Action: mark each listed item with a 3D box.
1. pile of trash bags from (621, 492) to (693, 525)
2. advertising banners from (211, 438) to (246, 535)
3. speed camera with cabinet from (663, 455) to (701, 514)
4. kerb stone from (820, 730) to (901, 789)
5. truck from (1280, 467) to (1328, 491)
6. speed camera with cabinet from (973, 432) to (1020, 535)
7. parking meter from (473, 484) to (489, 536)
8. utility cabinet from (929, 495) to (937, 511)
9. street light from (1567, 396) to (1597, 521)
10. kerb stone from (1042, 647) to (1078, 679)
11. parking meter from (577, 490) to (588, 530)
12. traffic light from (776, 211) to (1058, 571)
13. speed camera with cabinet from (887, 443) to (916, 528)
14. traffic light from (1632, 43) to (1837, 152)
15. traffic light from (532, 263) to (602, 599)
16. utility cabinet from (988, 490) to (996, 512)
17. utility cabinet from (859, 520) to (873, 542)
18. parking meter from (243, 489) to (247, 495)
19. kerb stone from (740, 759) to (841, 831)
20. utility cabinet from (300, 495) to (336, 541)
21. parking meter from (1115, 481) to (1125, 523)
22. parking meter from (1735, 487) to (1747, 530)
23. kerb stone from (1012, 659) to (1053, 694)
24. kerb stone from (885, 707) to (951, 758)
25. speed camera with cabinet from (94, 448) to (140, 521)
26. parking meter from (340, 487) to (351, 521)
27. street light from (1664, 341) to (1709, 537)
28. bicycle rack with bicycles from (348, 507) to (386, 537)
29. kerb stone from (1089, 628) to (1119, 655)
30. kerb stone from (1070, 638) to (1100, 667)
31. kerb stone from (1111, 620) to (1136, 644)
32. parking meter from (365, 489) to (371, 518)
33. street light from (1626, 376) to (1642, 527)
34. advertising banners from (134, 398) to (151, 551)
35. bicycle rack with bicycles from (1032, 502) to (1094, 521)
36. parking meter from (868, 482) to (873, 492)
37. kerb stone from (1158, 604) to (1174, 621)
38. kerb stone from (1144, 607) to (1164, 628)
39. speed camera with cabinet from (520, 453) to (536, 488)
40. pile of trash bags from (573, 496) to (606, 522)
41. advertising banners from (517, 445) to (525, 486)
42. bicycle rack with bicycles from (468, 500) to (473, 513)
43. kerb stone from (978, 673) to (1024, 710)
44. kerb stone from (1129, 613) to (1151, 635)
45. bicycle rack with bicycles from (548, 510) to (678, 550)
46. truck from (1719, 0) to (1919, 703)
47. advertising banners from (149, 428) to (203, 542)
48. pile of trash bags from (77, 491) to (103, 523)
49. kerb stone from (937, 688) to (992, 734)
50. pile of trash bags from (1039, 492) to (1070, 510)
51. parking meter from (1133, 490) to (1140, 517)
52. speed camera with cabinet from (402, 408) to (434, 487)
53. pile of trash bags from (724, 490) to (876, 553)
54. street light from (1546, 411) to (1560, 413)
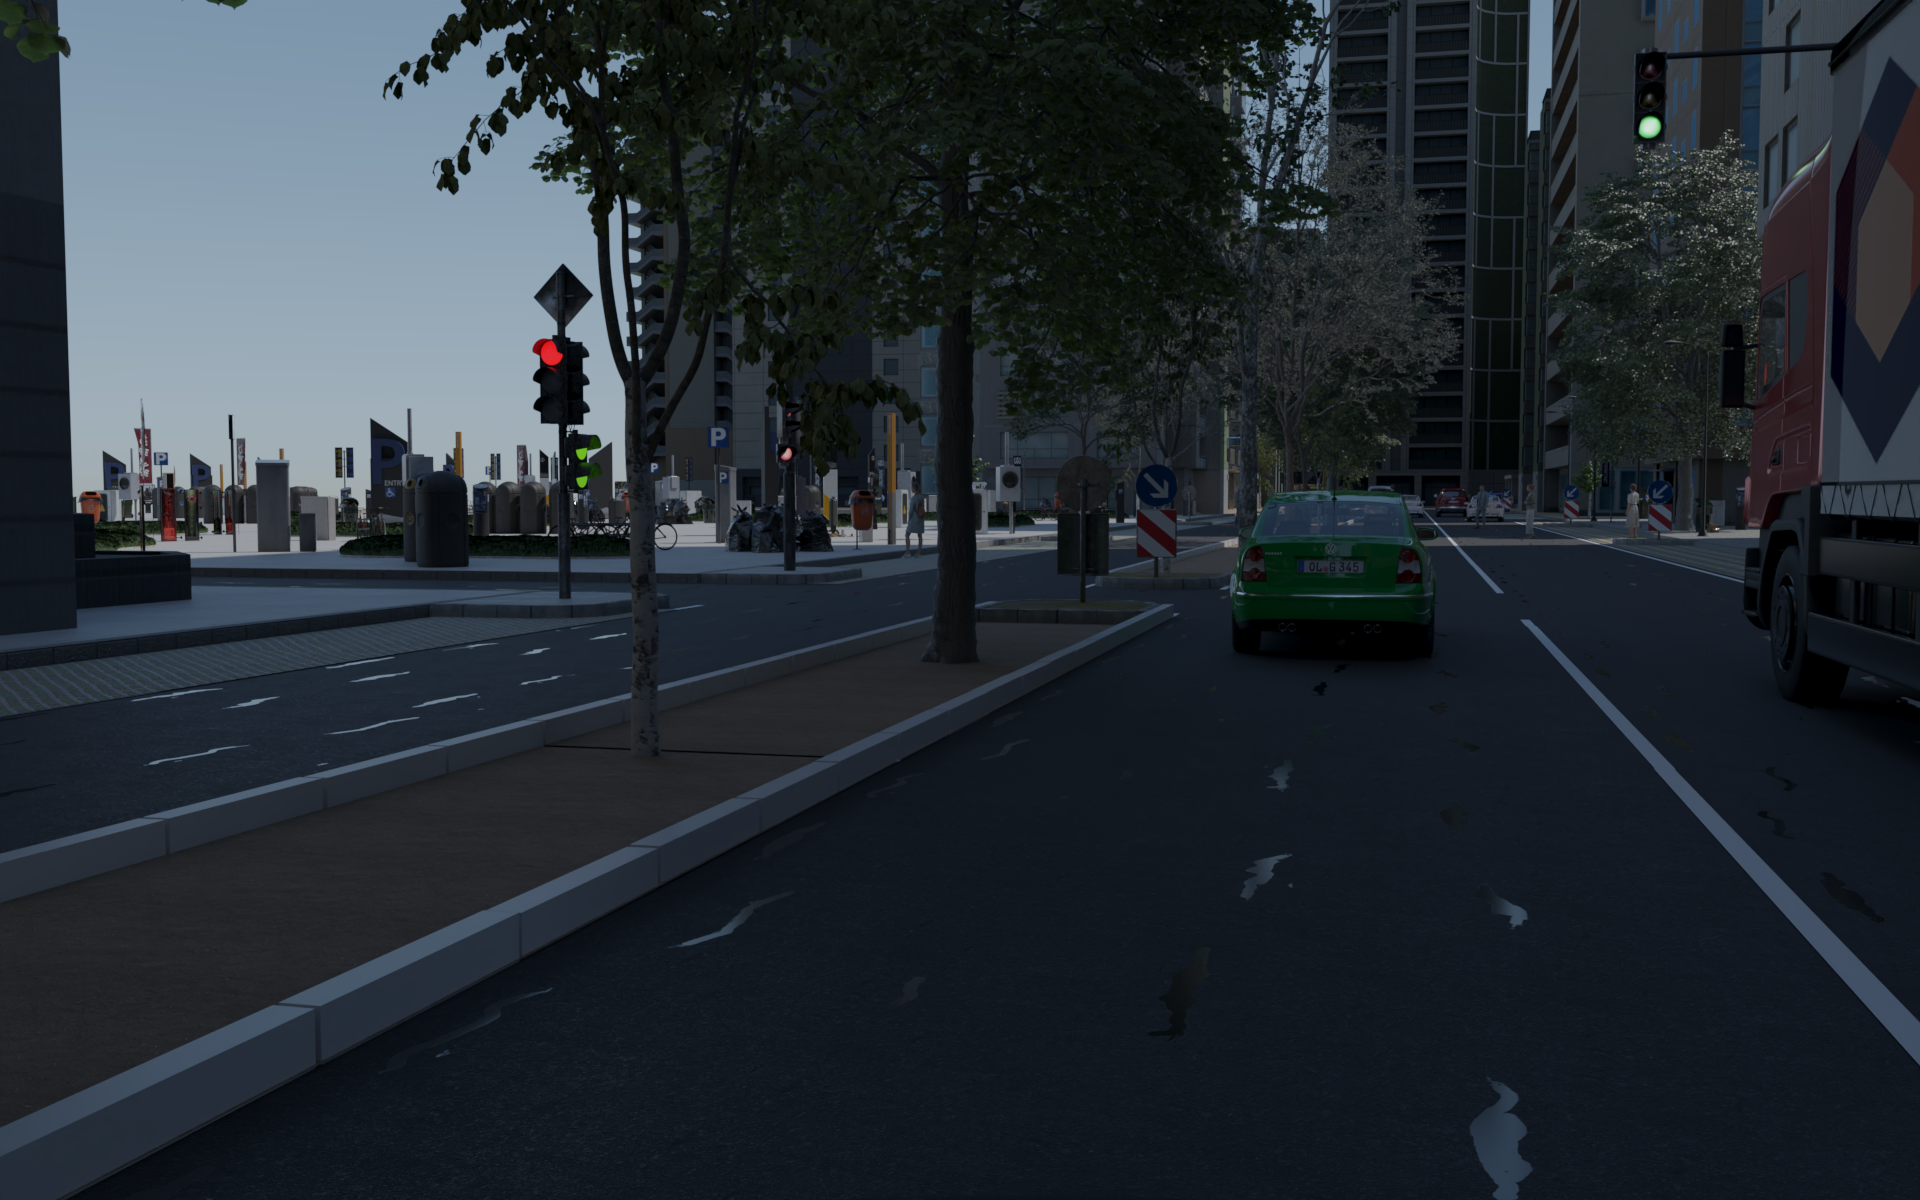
[{"bbox_3d":[-12.833,-3.930,74.004,1.912,1.369,3.447,-2,4,-34],"label":"pile of trash bags"},{"bbox_3d":[-23.021,-3.568,54.526,2.074,3.025,0.090,3,4,38],"label":"advertising banners"},{"bbox_3d":[-14.258,-5.781,88.857,2.038,3.252,0.660,-3,5,-44],"label":"speed camera with cabinet"},{"bbox_3d":[-0.511,0.819,8.814,0.120,0.150,1.000,1,4,14],"label":"kerb stone"},{"bbox_3d":[24.127,-7.602,120.211,3.469,3.379,9.791,1,4,13],"label":"truck"},{"bbox_3d":[0.862,-3.710,54.993,2.038,3.252,0.660,-1,4,-13],"label":"speed camera with cabinet"},{"bbox_3d":[-11.544,-2.039,41.747,0.372,1.533,0.369,0,3,0],"label":"parking meter"},{"bbox_3d":[-1.138,-4.920,91.598,1.020,1.237,0.306,0,4,-1],"label":"utility cabinet"},{"bbox_3d":[29.580,-6.708,82.214,1.470,5.913,1.316,1,4,14],"label":"street light"},{"bbox_3d":[0.766,0.516,13.766,0.120,0.150,1.000,1,4,14],"label":"kerb stone"},{"bbox_3d":[-13.624,-3.312,62.560,0.372,1.533,0.369,0,3,0],"label":"parking meter"},{"bbox_3d":[-0.785,-3.285,28.382,4.771,5.953,1.251,1,4,14],"label":"traffic light"},{"bbox_3d":[-2.243,-4.435,66.854,0.660,3.252,2.038,1,4,15],"label":"speed camera with cabinet"},{"bbox_3d":[9.207,-2.613,17.394,4.771,5.953,1.251,1,4,14],"label":"traffic light"},{"bbox_3d":[-4.833,-1.971,21.141,0.839,4.253,0.868,1,4,14],"label":"traffic light"},{"bbox_3d":[1.783,-5.373,96.532,0.318,1.500,1.173,0,4,-7],"label":"utility cabinet"},{"bbox_3d":[-2.532,-2.153,46.365,0.306,1.237,1.020,-1,4,-9],"label":"utility cabinet"},{"bbox_3d":[-33.928,-4.498,81.958,0.372,1.533,0.369,0,3,0],"label":"parking meter"},{"bbox_3d":[-0.767,0.882,7.819,0.120,0.150,1.000,1,4,14],"label":"kerb stone"},{"bbox_3d":[-17.793,-2.255,48.037,1.020,1.237,0.306,2,4,26],"label":"utility cabinet"},{"bbox_3d":[7.090,-4.350,76.838,0.399,1.863,0.255,0,4,-5],"label":"parking meter"},{"bbox_3d":[27.883,-3.265,61.796,0.372,1.533,0.369,0,3,0],"label":"parking meter"},{"bbox_3d":[0.511,0.580,12.776,0.120,0.150,1.000,1,4,14],"label":"kerb stone"},{"bbox_3d":[-0.254,0.758,9.803,0.120,0.150,1.000,1,4,14],"label":"kerb stone"},{"bbox_3d":[-36.398,-4.918,74.737,2.038,3.252,0.660,1,4,19],"label":"speed camera with cabinet"},{"bbox_3d":[-22.266,-3.328,62.830,0.372,1.533,0.369,0,3,0],"label":"parking meter"},{"bbox_3d":[21.997,-4.889,52.471,1.470,5.913,1.316,1,4,14],"label":"street light"},{"bbox_3d":[-15.386,-2.055,46.984,2.852,0.926,2.925,0,4,-3],"label":"bicycle rack with bicycles"},{"bbox_3d":[1.283,0.395,15.744,0.120,0.150,1.000,1,4,14],"label":"kerb stone"},{"bbox_3d":[1.026,0.459,14.755,0.120,0.150,1.000,1,4,14],"label":"kerb stone"},{"bbox_3d":[1.536,0.334,16.739,0.120,0.150,1.000,1,4,14],"label":"kerb stone"},{"bbox_3d":[-29.004,-4.690,85.091,0.372,1.533,0.369,0,3,0],"label":"parking meter"},{"bbox_3d":[25.684,-5.774,66.952,1.470,5.913,1.316,1,4,14],"label":"street light"},{"bbox_3d":[-15.362,-2.222,32.515,0.090,3.025,2.074,-2,4,-27],"label":"advertising banners"},{"bbox_3d":[5.052,-4.296,83.617,2.925,0.926,2.852,0,4,8],"label":"bicycle rack with bicycles"},{"bbox_3d":[-4.299,-4.810,84.349,0.255,1.863,0.399,-2,4,-24],"label":"parking meter"},{"bbox_3d":[2.308,0.153,19.715,0.120,0.150,1.000,1,4,14],"label":"kerb stone"},{"bbox_3d":[2.047,0.212,18.721,0.120,0.150,1.000,1,4,14],"label":"kerb stone"},{"bbox_3d":[-21.470,-5.526,84.678,0.660,3.252,2.038,-3,5,-41],"label":"speed camera with cabinet"},{"bbox_3d":[-16.838,-4.311,80.238,3.447,1.369,1.912,-1,4,-9],"label":"pile of trash bags"},{"bbox_3d":[-16.129,-4.021,61.933,2.074,3.025,0.090,3,5,41],"label":"advertising banners"},{"bbox_3d":[-29.876,-5.473,102.862,2.852,0.926,2.925,2,4,30],"label":"bicycle rack with bicycles"},{"bbox_3d":[0.254,0.638,11.784,0.120,0.150,1.000,1,4,14],"label":"kerb stone"},{"bbox_3d":[1.794,0.273,17.731,0.120,0.150,1.000,1,4,14],"label":"kerb stone"},{"bbox_3d":[-7.877,-1.582,39.240,2.925,0.926,2.852,-1,4,-14],"label":"bicycle rack with bicycles"},{"bbox_3d":[6.042,-1.190,8.366,2.839,4.237,11.283,1,4,14],"label":"truck"},{"bbox_3d":[-21.357,-3.091,46.729,0.090,3.025,2.074,2,4,26],"label":"advertising banners"},{"bbox_3d":[-26.234,-2.409,49.146,3.447,1.369,1.912,-2,4,-34],"label":"pile of trash bags"},{"bbox_3d":[0.006,0.697,10.792,0.120,0.150,1.000,1,4,14],"label":"kerb stone"},{"bbox_3d":[5.283,-5.225,95.189,1.912,1.369,3.447,0,4,-2],"label":"pile of trash bags"},{"bbox_3d":[9.939,-5.447,97.471,0.372,1.533,0.369,0,3,0],"label":"parking meter"},{"bbox_3d":[-12.176,-2.765,39.539,0.660,3.252,2.038,-2,4,-32],"label":"speed camera with cabinet"},{"bbox_3d":[-3.485,-1.794,39.090,3.447,1.369,1.912,-2,4,-30],"label":"pile of trash bags"},{"bbox_3d":[33.407,-7.591,96.659,1.470,5.913,1.316,1,4,14],"label":"street light"}]
